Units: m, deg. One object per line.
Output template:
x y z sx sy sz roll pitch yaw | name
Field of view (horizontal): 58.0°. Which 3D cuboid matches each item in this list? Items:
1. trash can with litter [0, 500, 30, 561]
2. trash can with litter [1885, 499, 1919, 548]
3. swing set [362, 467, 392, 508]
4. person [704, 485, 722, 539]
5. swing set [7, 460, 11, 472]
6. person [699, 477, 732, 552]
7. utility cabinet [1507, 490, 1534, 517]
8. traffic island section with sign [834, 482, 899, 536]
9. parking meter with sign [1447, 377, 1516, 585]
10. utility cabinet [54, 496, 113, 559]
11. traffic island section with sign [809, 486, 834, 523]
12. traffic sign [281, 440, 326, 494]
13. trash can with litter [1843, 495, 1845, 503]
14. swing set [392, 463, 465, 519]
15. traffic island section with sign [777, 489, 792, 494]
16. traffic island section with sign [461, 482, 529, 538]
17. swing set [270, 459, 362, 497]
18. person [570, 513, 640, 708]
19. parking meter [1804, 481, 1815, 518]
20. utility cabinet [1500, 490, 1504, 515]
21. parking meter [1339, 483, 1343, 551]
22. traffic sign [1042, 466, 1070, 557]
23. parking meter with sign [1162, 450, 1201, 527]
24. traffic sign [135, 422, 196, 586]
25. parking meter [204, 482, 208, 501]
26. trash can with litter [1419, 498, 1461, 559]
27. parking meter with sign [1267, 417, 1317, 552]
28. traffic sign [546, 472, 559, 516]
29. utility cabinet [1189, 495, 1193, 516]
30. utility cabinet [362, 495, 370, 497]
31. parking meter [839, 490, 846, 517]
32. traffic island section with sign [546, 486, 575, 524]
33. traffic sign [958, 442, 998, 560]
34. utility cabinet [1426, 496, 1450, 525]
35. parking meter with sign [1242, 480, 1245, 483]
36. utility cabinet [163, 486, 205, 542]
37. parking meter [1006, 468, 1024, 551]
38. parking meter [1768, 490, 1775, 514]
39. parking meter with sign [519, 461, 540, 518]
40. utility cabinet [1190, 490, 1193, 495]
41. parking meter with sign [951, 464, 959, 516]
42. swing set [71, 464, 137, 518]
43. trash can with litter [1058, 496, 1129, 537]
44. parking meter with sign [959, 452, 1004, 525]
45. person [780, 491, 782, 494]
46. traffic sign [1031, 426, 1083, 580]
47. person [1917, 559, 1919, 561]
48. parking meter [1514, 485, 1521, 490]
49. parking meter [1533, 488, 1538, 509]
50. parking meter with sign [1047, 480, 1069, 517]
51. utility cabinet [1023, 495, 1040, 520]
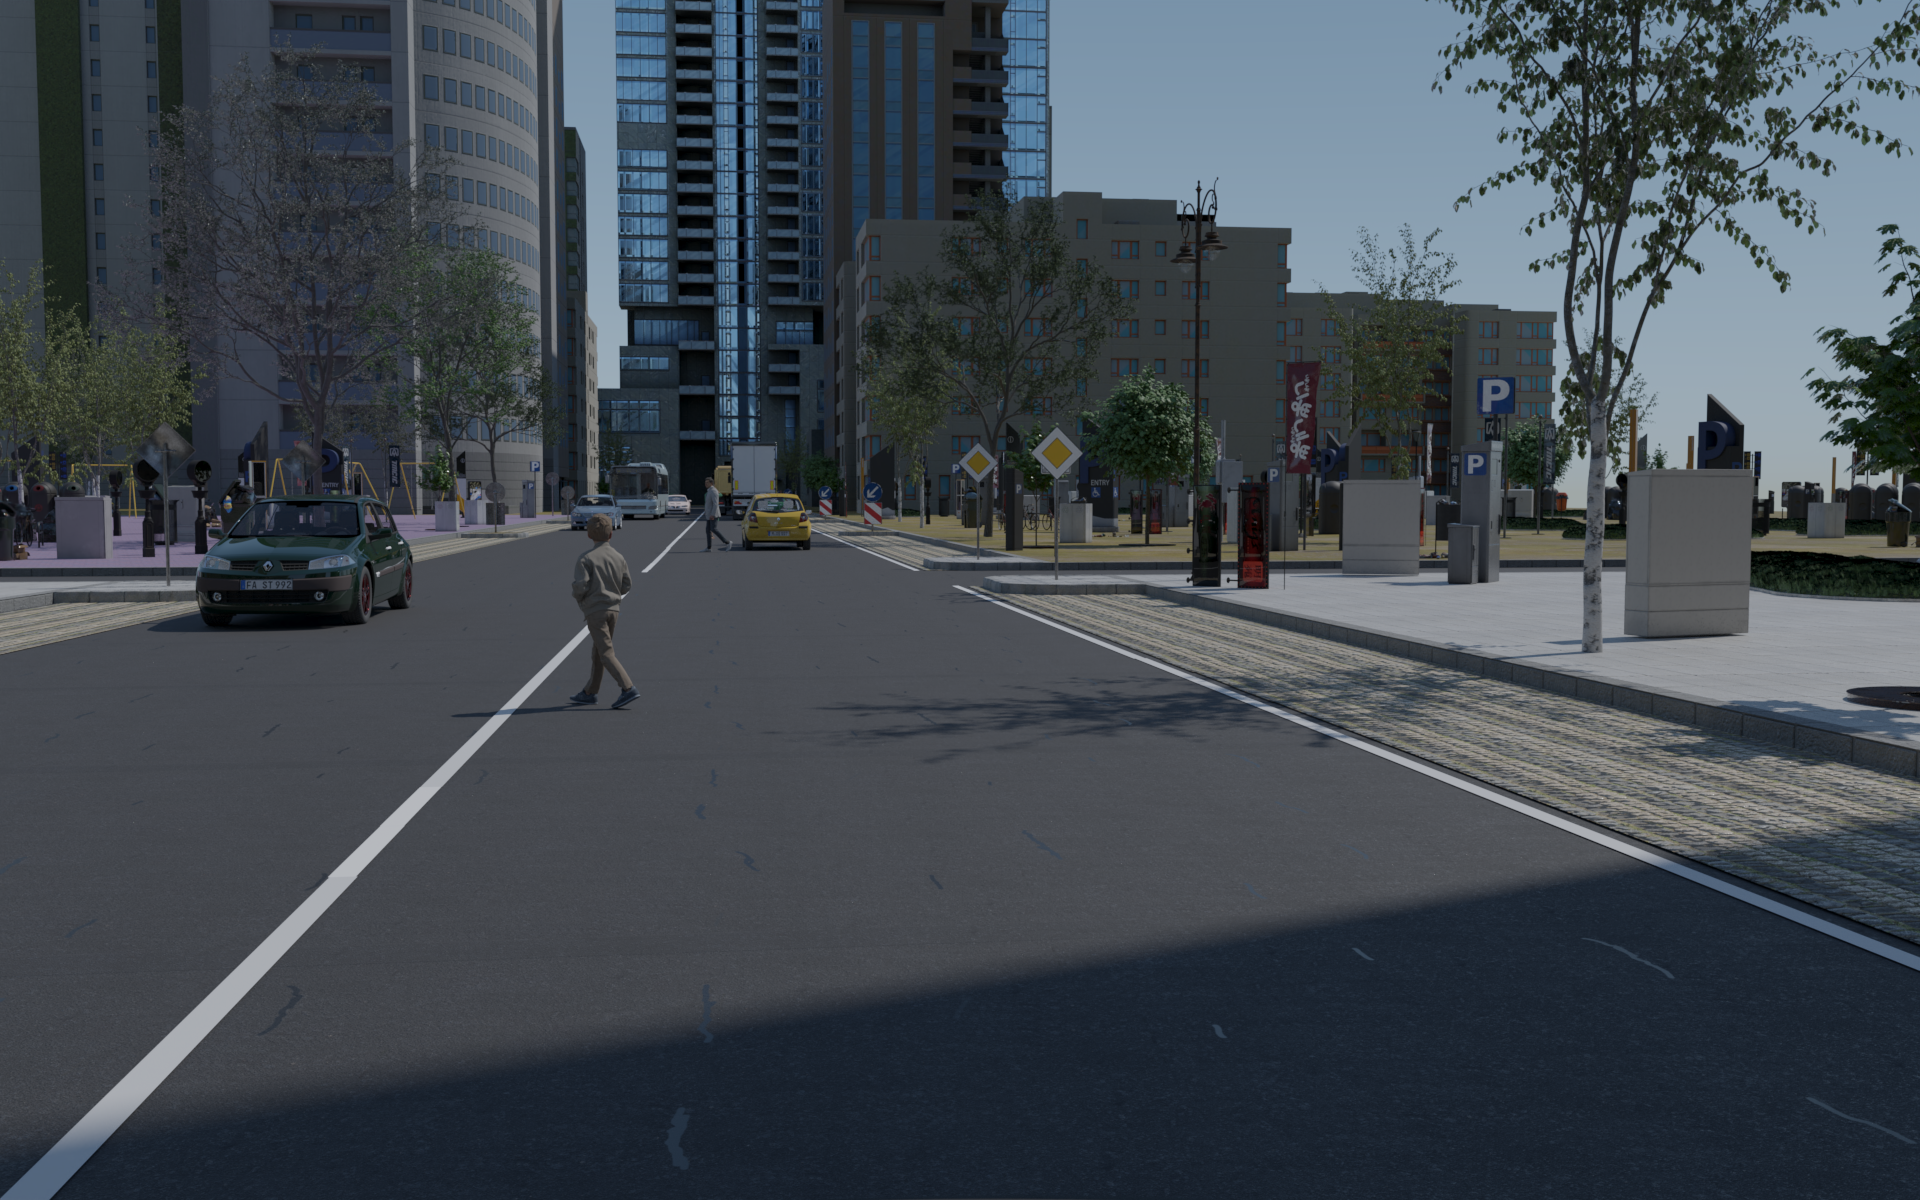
-18.476 -1.349 33.444 0.624 1.170 1.055 0 4 -2 | trash can with litter
22.923 -1.861 41.807 1.055 1.170 0.624 2 4 32 | trash can with litter
-29.918 -5.357 85.212 2.862 2.851 3.119 0 4 -5 | swing set
-7.968 -2.858 55.475 0.600 1.795 0.529 1 4 20 | person
-44.315 -5.035 79.946 3.119 2.851 2.862 0 4 5 | swing set
-6.034 -2.103 42.738 0.795 1.843 0.661 -1 4 -16 | person
27.501 -4.669 85.015 1.173 1.500 0.318 2 4 33 | utility cabinet
-3.180 -3.123 59.684 1.989 1.847 2.006 0 4 -8 | traffic island section with sign
7.571 -1.772 25.241 0.543 3.016 1.738 2 4 32 | parking meter with sign
-17.424 -1.425 34.462 1.020 1.237 0.306 0 4 5 | utility cabinet
-6.861 -4.756 86.388 1.989 1.847 2.006 0 4 -8 | traffic island section with sign
-12.130 -1.736 32.021 0.795 2.450 0.064 0 4 -8 | traffic sign
47.027 -4.926 91.591 1.678 1.210 2.233 -2 4 -27 | trash can with litter
-26.877 -5.453 86.776 3.119 2.851 2.862 1 4 12 | swing set
-13.621 -7.776 135.771 1.989 1.847 2.006 0 4 -8 | traffic island section with sign
-15.246 -2.951 56.883 1.989 1.847 2.006 0 4 -8 | traffic island section with sign
-28.728 -4.845 76.830 3.119 2.851 2.862 0 4 1 | swing set
-2.416 0.070 11.636 0.640 1.303 0.475 2 4 26 | person
39.038 -4.520 79.611 0.255 1.863 0.399 -2 4 -26 | parking meter
27.003 -4.816 87.421 1.173 1.500 0.318 -1 4 -23 | utility cabinet
8.806 -1.892 39.350 0.372 1.533 0.369 0 3 0 | parking meter
1.960 -2.040 35.479 0.606 2.300 0.079 0 4 -4 | traffic sign
8.447 -4.323 66.948 1.738 3.016 0.543 -2 4 -28 | parking meter with sign
-11.043 -1.252 24.110 0.795 2.450 0.064 0 4 -8 | traffic sign
-37.718 -4.931 86.335 0.399 1.863 0.255 2 4 30 | parking meter
9.461 -1.464 34.991 2.233 1.210 1.678 1 4 9 | trash can with litter
7.232 -2.608 38.903 1.738 3.016 0.543 -3 5 -41 | parking meter with sign
-23.677 -6.149 100.648 0.768 2.556 0.104 0 4 -7 | traffic sign
13.258 -5.405 99.531 0.306 1.237 1.020 3 4 37 | utility cabinet
-35.961 -5.689 104.177 1.020 1.237 0.306 2 4 26 | utility cabinet
-6.699 -5.526 98.757 0.372 1.533 0.369 0 3 0 | parking meter
-18.905 -4.590 83.676 1.989 1.847 2.006 0 4 -8 | traffic island section with sign
0.351 -1.839 33.707 0.795 2.450 0.064 0 4 -8 | traffic sign
19.807 -3.707 71.774 0.306 1.237 1.020 -2 4 -35 | utility cabinet
14.838 -5.886 92.495 1.738 3.016 0.543 1 4 23 | parking meter with sign
-20.480 -2.265 45.712 1.173 1.500 0.318 2 4 26 | utility cabinet
1.237 -2.048 39.201 0.255 1.863 0.399 3 5 40 | parking meter
52.425 -6.330 111.913 0.372 1.533 0.369 0 3 0 | parking meter
-23.088 -5.899 92.715 0.543 3.016 1.738 -3 4 -38 | parking meter with sign
13.257 -5.715 102.112 1.173 1.500 0.318 3 5 42 | utility cabinet
-0.019 -6.403 100.947 0.543 3.016 1.738 1 4 15 | parking meter with sign
-45.494 -5.784 92.184 3.119 2.851 2.862 -2 4 -32 | swing set
3.969 -2.490 51.771 2.233 1.210 1.678 0 4 -3 | trash can with litter
0.931 -4.604 71.533 1.738 3.016 0.543 0 4 4 | parking meter with sign
-16.115 -8.965 155.631 0.434 1.755 0.990 -3 4 -38 | person
1.437 -1.355 25.796 0.795 2.450 0.064 0 4 -8 | traffic sign
18.557 -1.464 33.114 0.598 1.740 0.731 -1 4 -22 | person
34.049 -6.121 105.781 0.399 1.863 0.255 0 4 2 | parking meter
33.444 -5.803 100.582 0.399 1.863 0.255 3 5 39 | parking meter
5.693 -6.117 96.279 1.738 3.016 0.543 0 4 1 | parking meter with sign
3.408 -4.537 85.345 1.020 1.237 0.306 0 4 -1 | utility cabinet
